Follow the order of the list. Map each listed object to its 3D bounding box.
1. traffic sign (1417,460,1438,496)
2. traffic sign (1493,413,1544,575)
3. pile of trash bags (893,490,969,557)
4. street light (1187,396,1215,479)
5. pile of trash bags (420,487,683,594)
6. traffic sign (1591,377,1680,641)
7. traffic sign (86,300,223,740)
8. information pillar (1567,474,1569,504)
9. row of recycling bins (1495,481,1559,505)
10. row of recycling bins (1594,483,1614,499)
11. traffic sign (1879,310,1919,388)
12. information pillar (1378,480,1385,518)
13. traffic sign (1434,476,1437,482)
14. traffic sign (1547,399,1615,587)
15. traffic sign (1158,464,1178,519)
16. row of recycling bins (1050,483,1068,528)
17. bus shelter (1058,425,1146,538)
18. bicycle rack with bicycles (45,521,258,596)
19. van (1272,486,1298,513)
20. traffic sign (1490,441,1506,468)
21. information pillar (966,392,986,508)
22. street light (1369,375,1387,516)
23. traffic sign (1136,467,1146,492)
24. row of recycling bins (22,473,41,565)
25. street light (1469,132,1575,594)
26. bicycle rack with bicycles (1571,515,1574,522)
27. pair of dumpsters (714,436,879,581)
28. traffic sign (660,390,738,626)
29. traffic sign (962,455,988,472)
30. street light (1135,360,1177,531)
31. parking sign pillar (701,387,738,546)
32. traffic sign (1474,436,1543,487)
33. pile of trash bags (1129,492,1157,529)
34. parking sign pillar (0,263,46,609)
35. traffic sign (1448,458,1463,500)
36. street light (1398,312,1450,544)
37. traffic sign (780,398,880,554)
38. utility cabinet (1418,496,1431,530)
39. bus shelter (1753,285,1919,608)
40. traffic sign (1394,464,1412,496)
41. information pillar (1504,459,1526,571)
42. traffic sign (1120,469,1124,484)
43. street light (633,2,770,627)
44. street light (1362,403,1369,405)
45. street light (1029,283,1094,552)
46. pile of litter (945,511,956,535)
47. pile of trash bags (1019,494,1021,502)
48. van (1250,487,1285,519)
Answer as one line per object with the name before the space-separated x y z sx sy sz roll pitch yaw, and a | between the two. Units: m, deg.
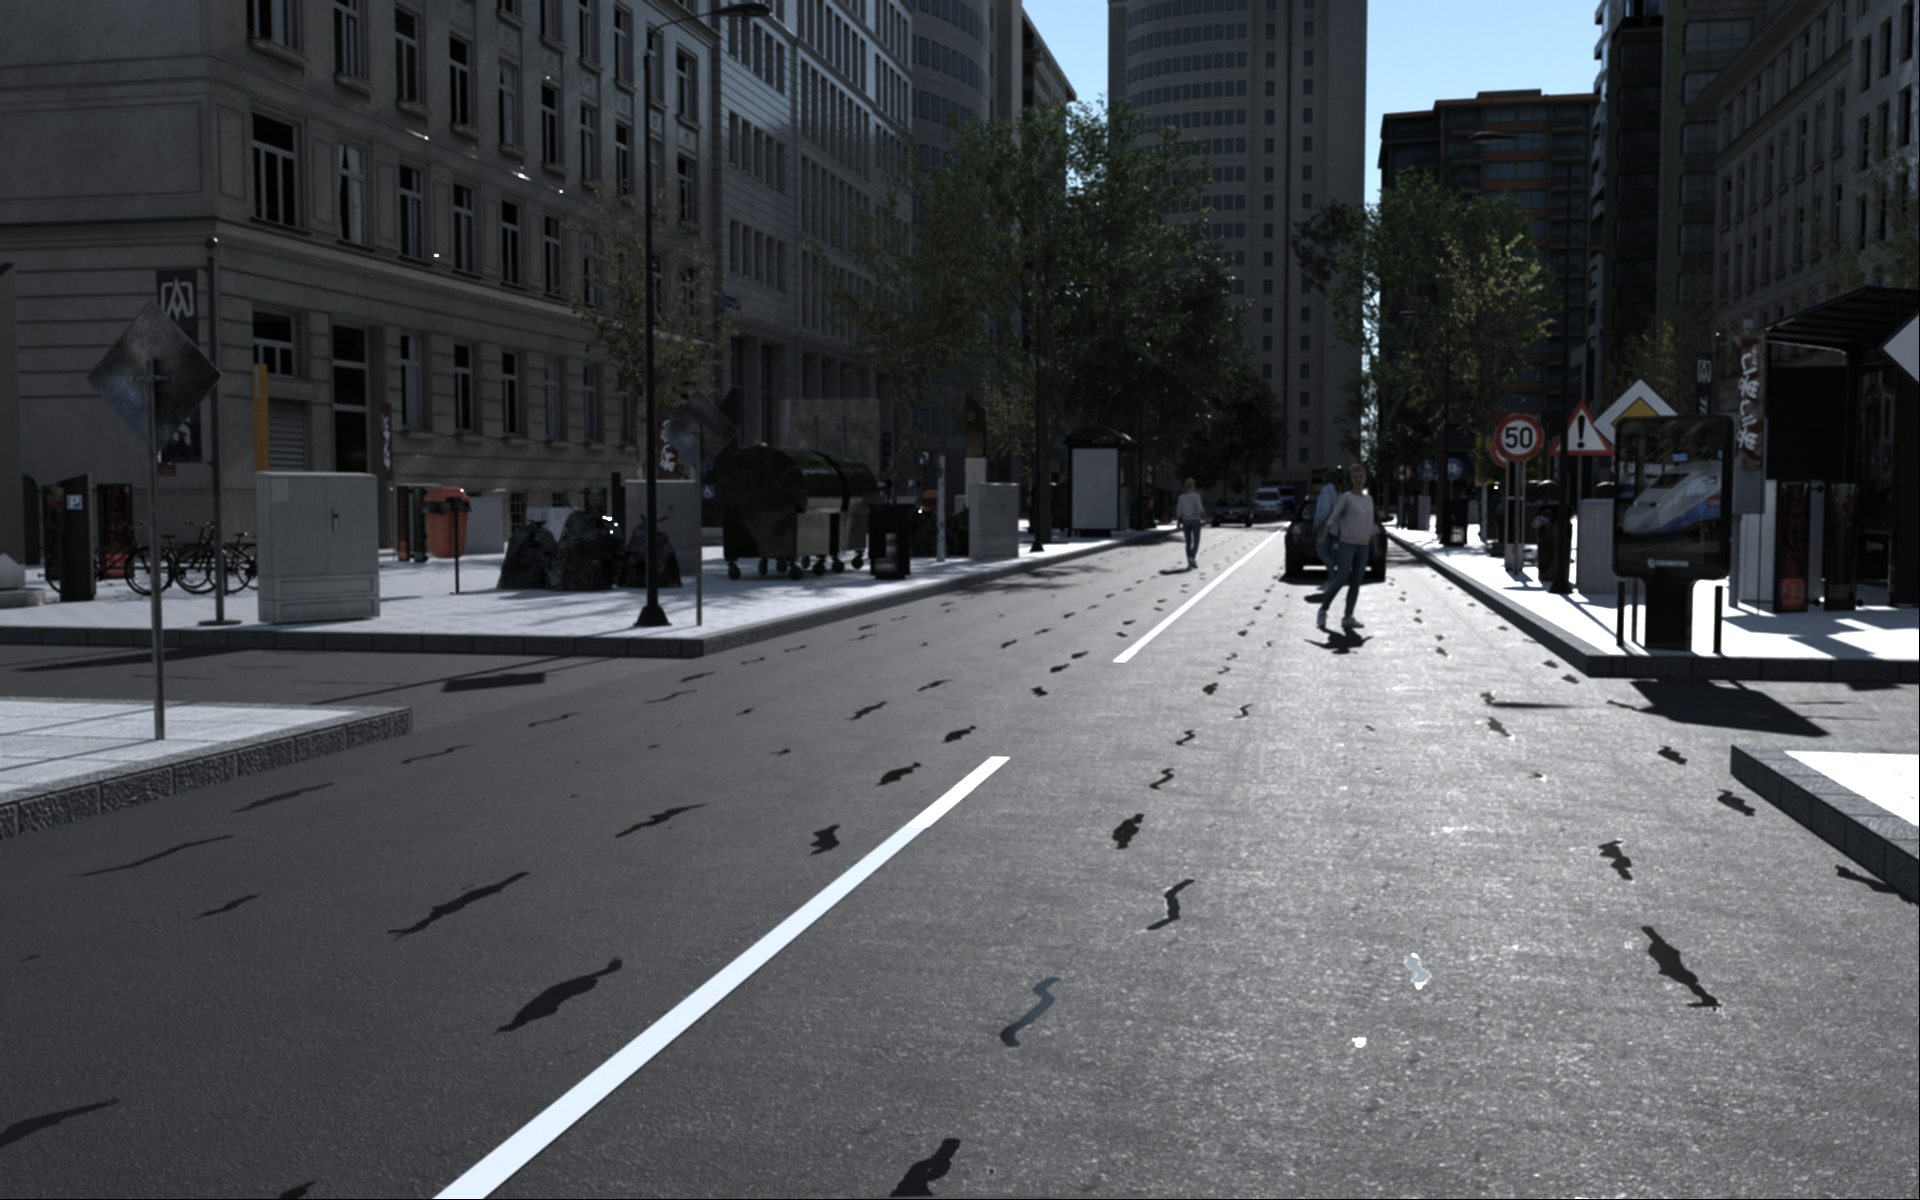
traffic sign | 17.270 -3.905 63.953 0.768 2.556 0.104 1 4 17
traffic sign | 8.803 -1.666 27.353 0.768 2.556 0.104 1 4 13
pile of trash bags | -0.434 -1.661 36.908 1.912 1.369 3.447 -1 4 -10
street light | 11.369 -6.710 82.244 1.470 5.913 1.316 1 4 12
pile of trash bags | -5.575 -0.829 23.311 3.447 1.369 1.912 -3 5 -43
traffic sign | 5.870 -0.696 15.028 0.795 2.450 0.064 1 4 12
traffic sign | -4.181 -0.327 8.996 0.795 2.450 0.064 1 4 12
information pillar | 21.983 -3.581 63.036 0.304 2.012 0.304 1 4 11
row of recycling bins | 18.066 -2.953 55.399 1.069 1.692 3.534 -1 4 -13
row of recycling bins | 24.367 -3.467 63.794 3.534 1.692 1.069 -3 5 -44
traffic sign | 4.225 -0.218 7.213 0.795 2.450 0.064 1 4 12
information pillar | 20.882 -4.972 85.782 0.304 2.012 0.304 2 4 25
traffic sign | 23.766 -5.227 85.563 0.768 2.556 0.104 1 4 16
traffic sign | 8.550 -1.462 23.900 0.884 2.594 0.081 1 4 15
traffic sign | 8.965 -4.573 74.774 0.884 2.594 0.081 1 4 17
row of recycling bins | 3.933 -3.914 71.110 1.069 1.692 3.534 0 4 7
bus shelter | 4.435 -3.641 53.451 2.014 3.302 5.546 1 4 12
bicycle rack with bicycles | -9.923 -0.569 22.678 2.925 0.926 2.852 0 4 7
van | 24.502 -7.776 131.525 2.240 2.365 5.245 1 4 11
traffic sign | 11.003 -2.115 34.684 0.768 2.556 0.104 1 4 17
information pillar | 0.341 -2.947 39.544 0.504 3.616 0.183 2 4 27
street light | 16.562 -5.749 66.540 1.470 5.913 1.316 1 4 12
traffic sign | 8.721 -5.012 81.949 0.884 2.594 0.081 1 4 21
row of recycling bins | -17.553 -1.400 30.002 1.069 1.692 3.534 1 4 16
street light | 7.237 -3.044 22.319 1.470 5.913 1.316 1 4 12
bicycle rack with bicycles | 25.076 -3.834 76.062 2.852 0.926 2.925 -1 4 -19
pair of dumpsters | -2.556 -1.536 27.603 1.574 2.255 4.437 1 4 12
traffic sign | -2.537 -0.805 16.811 0.795 2.450 0.064 1 4 12
traffic sign | 0.421 -3.070 50.296 0.768 2.556 0.104 1 4 18
street light | 6.815 -5.358 60.145 1.470 5.913 1.316 1 4 12
parking sign pillar | -6.007 -3.350 43.250 1.447 3.967 1.447 1 4 18
traffic sign | 19.011 -4.049 60.071 2.265 3.308 0.079 1 4 18
pile of trash bags | 6.491 -3.357 64.647 1.912 1.369 3.447 2 4 26
parking sign pillar | -11.256 -1.907 19.654 1.447 3.967 1.447 0 4 5
traffic sign | 17.392 -3.744 61.312 0.768 2.556 0.104 1 4 13
street light | 11.864 -4.382 44.190 1.470 5.913 1.316 1 4 12
traffic sign | -2.802 -2.642 37.069 2.265 3.308 0.079 1 4 16
utility cabinet | 16.638 -3.112 62.041 0.306 1.237 1.020 2 4 24
bus shelter | 11.673 -1.904 22.407 1.731 3.624 6.357 1 4 12
traffic sign | 18.557 -4.433 72.591 0.768 2.556 0.104 1 4 16
information pillar | 9.257 -1.493 28.904 0.304 2.012 0.304 1 4 15
traffic sign | 7.985 -5.304 86.833 0.768 2.556 0.104 1 4 16
street light | -2.474 -2.696 16.620 1.470 5.913 1.316 1 4 12
street light | 21.149 -7.078 88.265 1.470 5.913 1.316 1 4 12
street light | 2.249 -4.023 38.317 1.470 5.913 1.316 1 4 12
pile of litter | -0.440 -1.808 43.531 1.719 0.858 1.176 -2 4 -29
pile of trash bags | 1.351 -4.563 84.356 3.447 1.369 1.912 -1 4 -23
van | 18.174 -5.827 102.275 2.013 2.044 4.112 1 4 10
